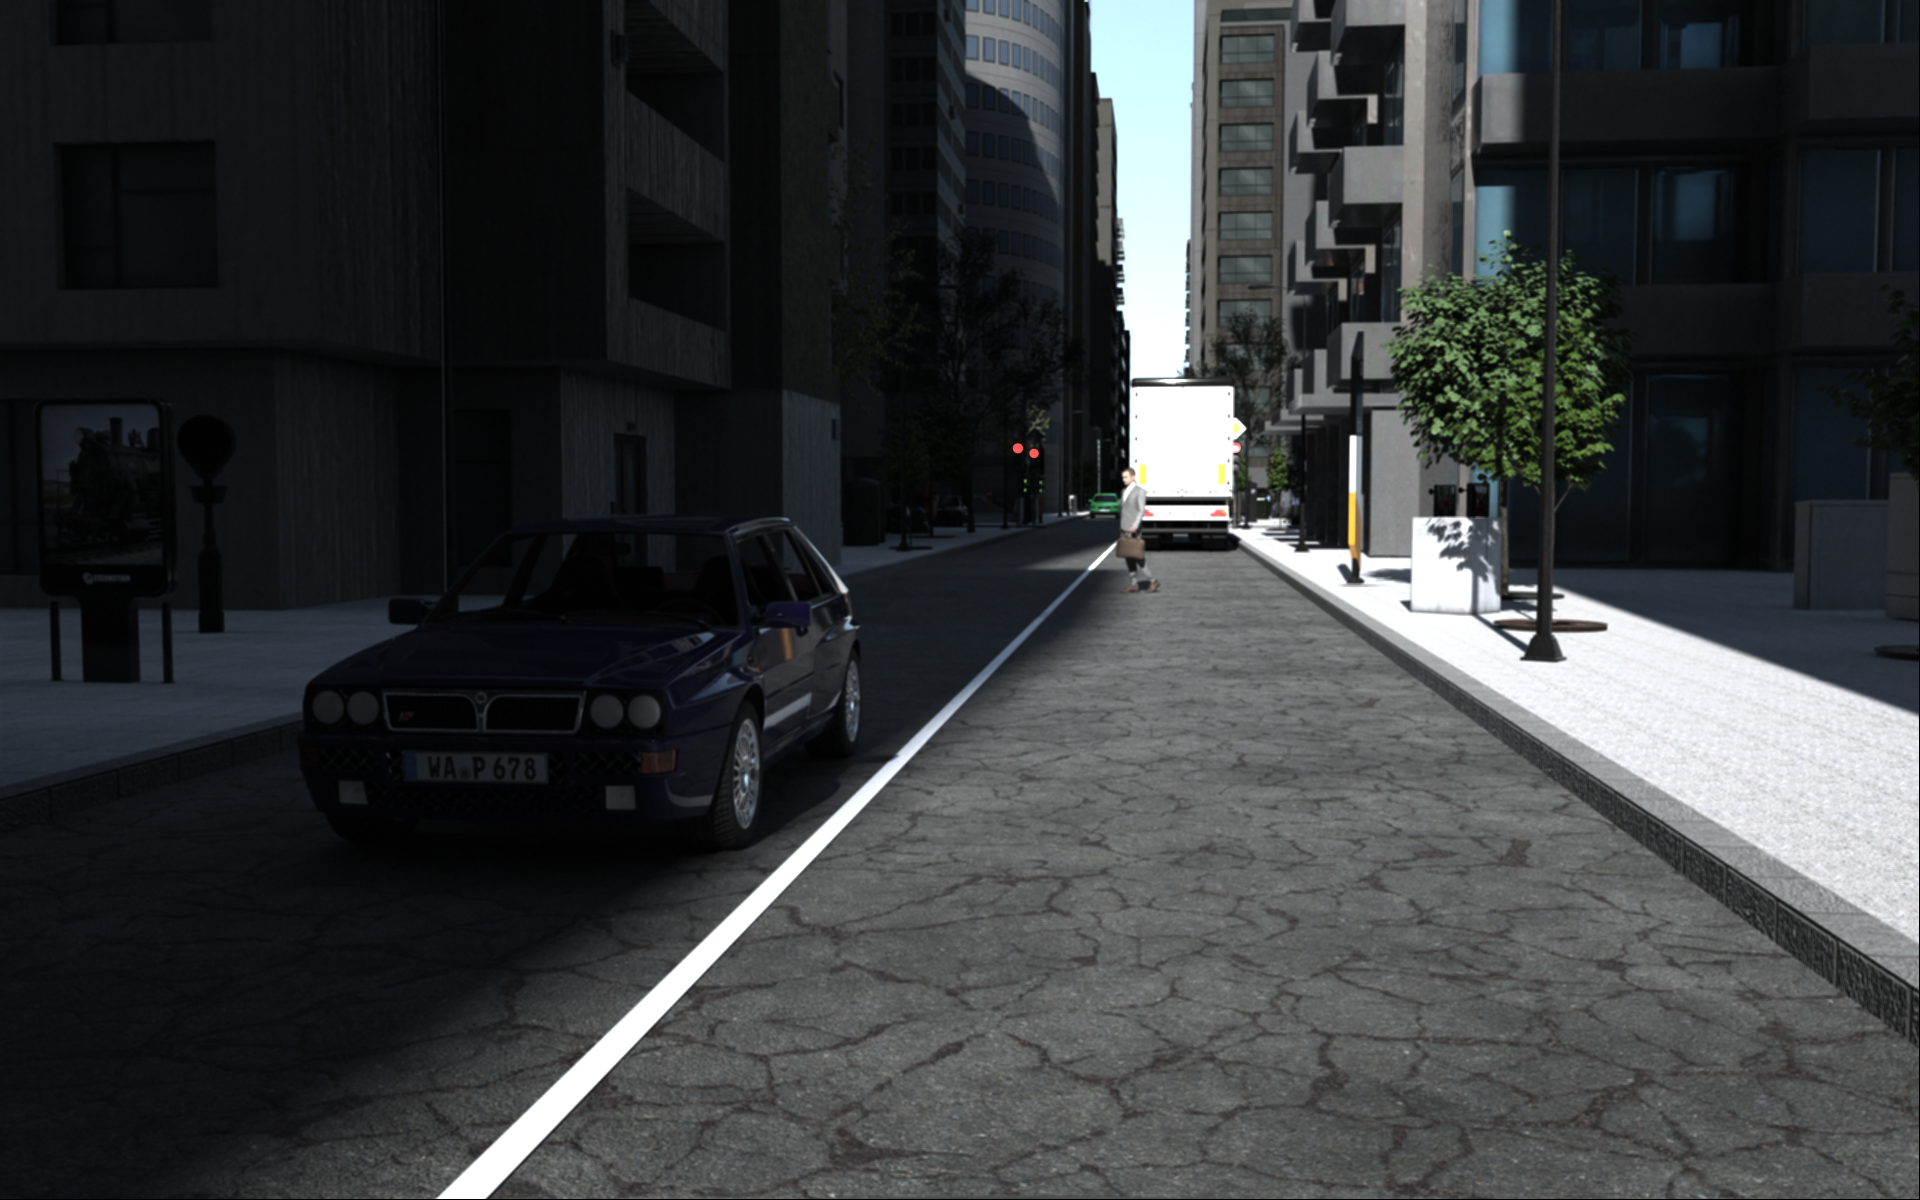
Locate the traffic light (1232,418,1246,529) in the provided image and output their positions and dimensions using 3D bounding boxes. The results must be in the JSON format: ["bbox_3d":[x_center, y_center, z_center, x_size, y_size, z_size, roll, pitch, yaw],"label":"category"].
[{"bbox_3d":[10.113,-4.580,63.808,0.839,4.253,0.868,0,4,7],"label":"traffic light"}]

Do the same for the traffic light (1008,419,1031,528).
[{"bbox_3d":[2.205,-4.636,64.727,0.839,4.253,0.868,0,4,7],"label":"traffic light"}]

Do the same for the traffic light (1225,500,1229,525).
[{"bbox_3d":[11.053,-5.065,71.738,0.839,4.253,0.868,0,4,7],"label":"traffic light"}]

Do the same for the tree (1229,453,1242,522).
[{"bbox_3d":[13.027,-5.222,79.983,1.663,3.219,1.824,0,3,0],"label":"tree"}]

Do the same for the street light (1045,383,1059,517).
[{"bbox_3d":[3.261,-6.116,72.533,1.470,5.913,1.316,0,4,7],"label":"street light"}]

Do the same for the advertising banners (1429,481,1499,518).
[{"bbox_3d":[7.435,-1.756,24.900,2.074,3.025,0.090,-3,4,-37],"label":"advertising banners"}]

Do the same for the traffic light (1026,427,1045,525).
[{"bbox_3d":[3.145,-5.121,72.656,0.839,4.253,0.868,0,4,7],"label":"traffic light"}]

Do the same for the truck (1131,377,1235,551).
[{"bbox_3d":[6.015,-3.562,47.160,2.839,4.237,11.283,0,4,7],"label":"truck"}]

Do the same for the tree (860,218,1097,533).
[{"bbox_3d":[0.462,-7.546,57.788,8.767,10.594,7.601,1,4,10],"label":"tree"}]

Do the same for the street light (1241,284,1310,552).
[{"bbox_3d":[7.047,-4.023,38.309,1.470,5.913,1.316,0,4,7],"label":"street light"}]

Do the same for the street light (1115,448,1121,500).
[{"bbox_3d":[15.151,-12.261,173.008,1.470,5.913,1.316,0,4,7],"label":"street light"}]

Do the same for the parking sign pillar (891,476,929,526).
[{"bbox_3d":[-1.877,-4.618,63.973,1.447,3.967,1.447,1,4,9],"label":"parking sign pillar"}]

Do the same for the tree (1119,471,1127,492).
[{"bbox_3d":[19.671,-14.411,219.341,4.285,4.588,4.351,0,3,0],"label":"tree"}]

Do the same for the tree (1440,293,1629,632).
[{"bbox_3d":[5.709,-1.345,16.589,1.663,3.219,1.824,0,3,0],"label":"tree"}]

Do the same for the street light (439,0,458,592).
[{"bbox_3d":[-3.711,-2.551,14.253,1.470,5.913,1.316,0,4,7],"label":"street light"}]

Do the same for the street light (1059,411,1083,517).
[{"bbox_3d":[6.160,-7.613,97.018,1.470,5.913,1.316,0,4,7],"label":"street light"}]

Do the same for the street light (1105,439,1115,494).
[{"bbox_3d":[12.347,-10.765,148.551,1.470,5.913,1.316,0,4,7],"label":"street light"}]

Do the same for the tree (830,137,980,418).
[{"bbox_3d":[-2.832,-5.152,34.591,4.737,8.622,4.395,0,3,0],"label":"tree"}]

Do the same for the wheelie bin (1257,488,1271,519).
[{"bbox_3d":[15.277,-4.869,87.520,0.980,1.594,0.693,2,4,33],"label":"wheelie bin"}]

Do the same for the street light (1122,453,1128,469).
[{"bbox_3d":[18.115,-13.773,197.735,1.470,5.913,1.316,0,4,7],"label":"street light"}]

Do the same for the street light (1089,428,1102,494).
[{"bbox_3d":[9.101,-9.141,121.999,1.470,5.913,1.316,0,4,7],"label":"street light"}]

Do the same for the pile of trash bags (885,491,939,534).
[{"bbox_3d":[-1.771,-2.877,56.787,1.912,1.369,3.447,2,4,32],"label":"pile of trash bags"}]

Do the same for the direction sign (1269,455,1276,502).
[{"bbox_3d":[18.268,-6.622,100.263,0.876,3.537,0.379,-1,4,-12],"label":"direction sign"}]

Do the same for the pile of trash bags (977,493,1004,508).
[{"bbox_3d":[1.765,-5.816,104.850,1.912,1.369,3.447,0,4,-1],"label":"pile of trash bags"}]

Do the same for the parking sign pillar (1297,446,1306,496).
[{"bbox_3d":[19.332,-6.573,95.934,1.447,3.967,1.447,1,4,16],"label":"parking sign pillar"}]

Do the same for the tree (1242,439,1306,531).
[{"bbox_3d":[11.125,-4.016,60.270,1.663,3.219,1.824,0,3,0],"label":"tree"}]

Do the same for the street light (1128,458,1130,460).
[{"bbox_3d":[21.969,-15.819,231.180,1.470,5.913,1.316,0,4,7],"label":"street light"}]

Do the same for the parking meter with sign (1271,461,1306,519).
[{"bbox_3d":[17.225,-5.792,90.961,1.738,3.016,0.543,2,4,32],"label":"parking meter with sign"}]

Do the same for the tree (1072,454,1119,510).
[{"bbox_3d":[9.927,-9.668,141.778,4.285,4.588,4.351,0,3,0],"label":"tree"}]

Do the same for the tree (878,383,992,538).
[{"bbox_3d":[-0.762,-4.132,51.267,4.285,4.588,4.351,0,3,0],"label":"tree"}]

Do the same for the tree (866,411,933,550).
[{"bbox_3d":[-1.108,-2.803,40.437,1.663,3.219,1.824,0,3,0],"label":"tree"}]

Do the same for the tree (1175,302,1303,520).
[{"bbox_3d":[13.758,-9.226,85.261,8.767,10.594,7.601,0,4,7],"label":"tree"}]

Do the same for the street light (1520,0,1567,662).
[{"bbox_3d":[3.976,-2.492,13.285,1.470,5.913,1.316,0,4,7],"label":"street light"}]

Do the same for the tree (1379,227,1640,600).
[{"bbox_3d":[6.864,-2.317,21.591,4.285,4.588,4.351,0,3,0],"label":"tree"}]

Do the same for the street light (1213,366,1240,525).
[{"bbox_3d":[9.895,-5.534,63.021,1.470,5.913,1.316,0,4,7],"label":"street light"}]

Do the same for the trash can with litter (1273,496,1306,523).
[{"bbox_3d":[14.981,-3.996,76.390,2.233,1.210,1.678,2,4,28],"label":"trash can with litter"}]

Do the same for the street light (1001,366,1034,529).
[{"bbox_3d":[2.191,-5.533,63.002,1.470,5.913,1.316,0,4,7],"label":"street light"}]

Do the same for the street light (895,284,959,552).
[{"bbox_3d":[-0.718,-4.030,38.437,1.470,5.913,1.316,0,4,7],"label":"street light"}]

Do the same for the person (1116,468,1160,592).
[{"bbox_3d":[2.504,-1.015,25.223,0.853,1.813,0.709,-2,4,-32],"label":"person"}]
